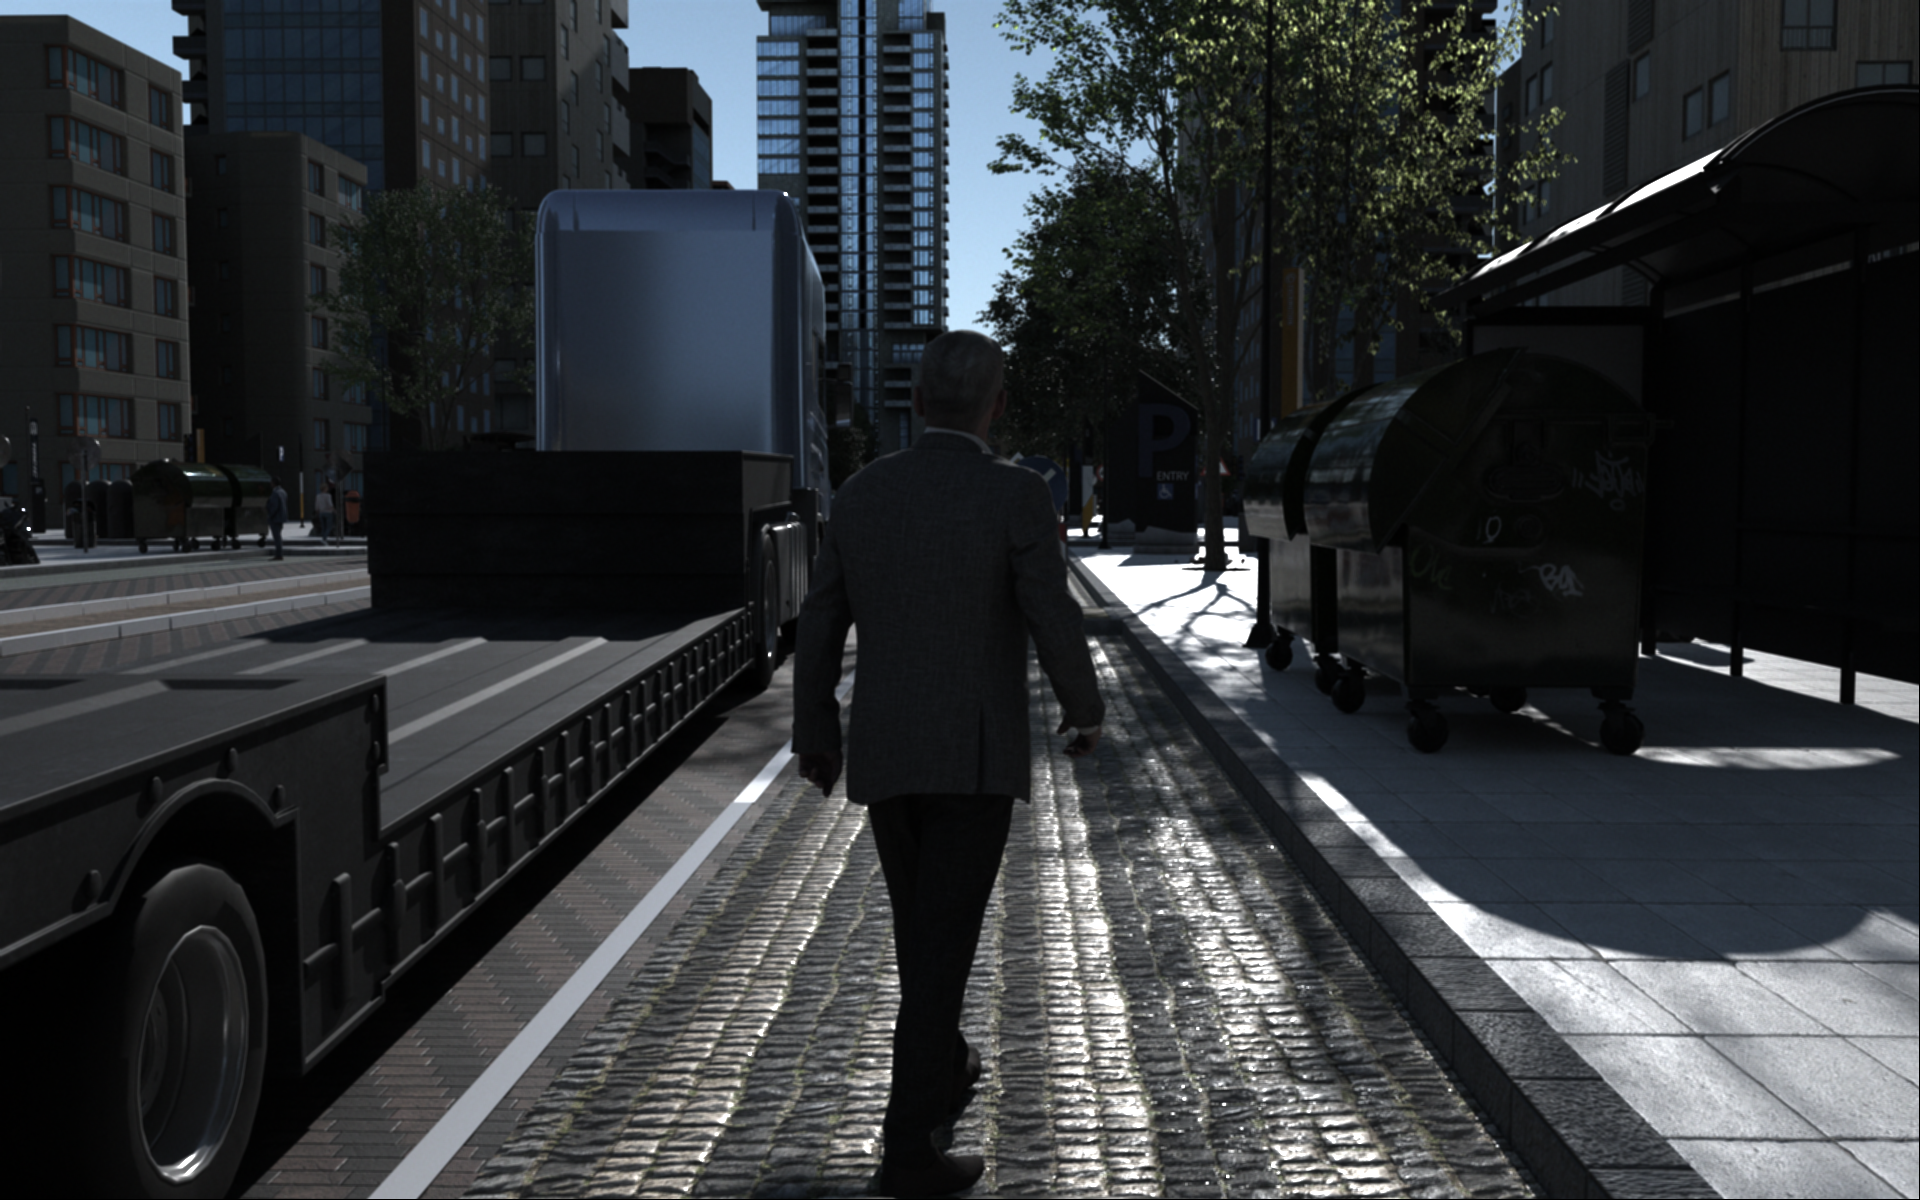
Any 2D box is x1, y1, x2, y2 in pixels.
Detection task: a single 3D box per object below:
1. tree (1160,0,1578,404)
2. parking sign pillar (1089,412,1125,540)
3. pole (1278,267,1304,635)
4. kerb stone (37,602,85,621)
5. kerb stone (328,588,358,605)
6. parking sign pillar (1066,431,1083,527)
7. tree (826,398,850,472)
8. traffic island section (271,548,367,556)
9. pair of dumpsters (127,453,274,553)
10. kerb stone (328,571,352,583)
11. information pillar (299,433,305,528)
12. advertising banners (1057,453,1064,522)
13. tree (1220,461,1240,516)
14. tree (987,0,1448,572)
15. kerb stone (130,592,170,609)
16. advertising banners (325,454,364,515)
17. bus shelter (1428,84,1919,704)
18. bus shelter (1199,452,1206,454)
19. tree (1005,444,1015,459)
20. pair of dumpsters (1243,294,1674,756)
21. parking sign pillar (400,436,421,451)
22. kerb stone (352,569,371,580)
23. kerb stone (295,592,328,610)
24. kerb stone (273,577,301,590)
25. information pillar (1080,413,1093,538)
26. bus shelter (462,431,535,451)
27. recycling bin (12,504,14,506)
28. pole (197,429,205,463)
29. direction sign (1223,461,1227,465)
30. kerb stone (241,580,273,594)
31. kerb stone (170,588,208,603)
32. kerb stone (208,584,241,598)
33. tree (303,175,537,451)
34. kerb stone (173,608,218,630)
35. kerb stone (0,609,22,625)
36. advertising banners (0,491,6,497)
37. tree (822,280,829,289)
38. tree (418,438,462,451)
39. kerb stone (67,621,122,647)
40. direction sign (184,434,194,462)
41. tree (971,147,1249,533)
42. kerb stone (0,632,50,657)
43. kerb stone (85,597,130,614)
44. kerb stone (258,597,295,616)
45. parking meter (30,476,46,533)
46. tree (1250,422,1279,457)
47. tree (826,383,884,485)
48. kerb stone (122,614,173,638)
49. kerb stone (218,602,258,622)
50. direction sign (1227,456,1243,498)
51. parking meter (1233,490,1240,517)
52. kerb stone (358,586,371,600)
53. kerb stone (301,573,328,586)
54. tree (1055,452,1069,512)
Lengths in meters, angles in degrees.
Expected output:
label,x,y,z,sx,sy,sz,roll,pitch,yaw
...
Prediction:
label,x,y,z,sx,sy,sz,roll,pitch,yaw
tree,4.198,-4.173,18.587,4.360,8.622,3.978,0,3,0
parking sign pillar,4.711,-3.672,48.502,1.447,3.967,1.447,-2,4,-34
pole,3.013,-1.340,15.746,0.158,3.312,0.155,0,3,0
kerb stone,-10.416,0.139,19.917,0.120,0.150,1.000,0,4,2
kerb stone,-8.221,-0.035,22.854,0.120,0.150,1.000,0,4,2
parking sign pillar,4.727,-4.867,68.044,1.447,3.967,1.447,2,4,26
tree,-13.562,-13.525,155.545,8.767,10.594,7.601,1,4,11
traffic island section,-14.842,-1.161,41.259,2.009,0.180,2.903,0,4,2
pair of dumpsters,-17.184,-2.256,39.387,1.574,2.255,4.437,0,4,2
kerb stone,-10.159,-0.362,28.113,0.120,0.150,1.000,0,4,2
information pillar,-25.115,-4.567,66.031,0.183,3.616,0.504,-1,4,-23
advertising banners,4.291,-4.787,74.462,0.090,3.025,2.074,0,4,-6
tree,15.234,-6.476,100.480,1.663,3.219,1.824,0,3,0
tree,4.290,-6.304,28.829,9.928,11.665,9.643,0,3,0
kerb stone,-10.355,0.022,21.970,0.120,0.150,1.000,0,4,2
advertising banners,-26.516,-4.844,75.382,2.074,3.025,0.090,-2,4,-27
bus shelter,4.724,-1.066,11.345,2.014,3.302,5.546,0,4,2
bus shelter,8.299,-4.519,67.808,2.014,3.302,5.546,0,4,2
tree,9.475,-17.995,200.868,9.857,13.997,8.962,0,3,0
pair of dumpsters,2.792,-0.490,10.506,1.574,2.255,4.437,0,4,2
parking sign pillar,-25.553,-5.681,81.357,1.447,3.967,1.447,-3,5,-43
kerb stone,-10.126,-0.424,29.134,0.120,0.150,1.000,0,4,2
kerb stone,-8.258,0.022,21.832,0.120,0.150,1.000,0,4,2
kerb stone,-10.224,-0.236,26.062,0.120,0.150,1.000,0,4,2
information pillar,3.723,-3.621,50.558,0.183,3.616,0.504,2,4,35
bus shelter,-17.562,-4.653,67.367,1.731,3.624,6.357,0,4,2
recycling bin,-23.389,-1.800,41.991,0.722,1.027,0.722,-1,4,-17
pole,-23.729,-3.691,54.189,0.158,3.312,0.155,0,3,0
direction sign,18.287,-7.678,117.537,0.876,3.537,0.379,0,4,-6
kerb stone,-10.249,-0.173,25.035,0.120,0.150,1.000,0,4,2
kerb stone,-10.317,-0.048,22.992,0.120,0.150,1.000,0,4,2
kerb stone,-10.286,-0.102,24.014,0.120,0.150,1.000,0,4,2
tree,-16.792,-7.937,55.532,9.928,11.665,9.643,0,3,0
kerb stone,-8.353,0.211,18.754,0.120,0.150,1.000,0,4,2
kerb stone,-10.445,0.204,18.893,0.120,0.150,1.000,0,4,2
advertising banners,-35.270,-4.028,62.050,0.090,3.025,2.074,2,4,34
tree,-16.076,-16.506,125.768,12.611,20.169,13.585,0,3,0
tree,-28.934,-6.910,96.693,4.285,4.588,4.351,0,3,0
kerb stone,-8.427,0.337,16.707,0.120,0.150,1.000,0,4,2
direction sign,-29.089,-4.489,65.385,0.379,3.537,0.876,-3,5,-43
tree,4.936,-8.591,57.475,9.611,12.733,9.660,0,3,0
kerb stone,-8.447,0.398,15.685,0.120,0.150,1.000,0,4,2
kerb stone,-10.385,0.080,20.946,0.120,0.150,1.000,0,4,2
kerb stone,-8.290,0.085,20.802,0.120,0.150,1.000,0,4,2
parking meter,-30.118,-3.113,56.604,0.255,1.863,0.399,3,5,44
tree,13.617,-5.389,71.822,4.285,4.588,4.351,0,3,0
tree,-13.384,-15.369,168.287,9.611,12.733,9.660,0,3,0
kerb stone,-8.390,0.273,17.732,0.120,0.150,1.000,0,4,2
kerb stone,-8.324,0.153,19.776,0.120,0.150,1.000,0,4,2
direction sign,16.342,-6.731,102.051,0.379,3.537,0.876,-3,4,-37
parking meter,15.536,-5.443,97.404,0.372,1.533,0.369,0,3,0
kerb stone,-8.195,-0.103,23.875,0.120,0.150,1.000,0,4,2
kerb stone,-10.191,-0.299,27.092,0.120,0.150,1.000,0,4,2
tree,5.656,-8.725,93.016,4.737,8.622,4.395,0,3,0
